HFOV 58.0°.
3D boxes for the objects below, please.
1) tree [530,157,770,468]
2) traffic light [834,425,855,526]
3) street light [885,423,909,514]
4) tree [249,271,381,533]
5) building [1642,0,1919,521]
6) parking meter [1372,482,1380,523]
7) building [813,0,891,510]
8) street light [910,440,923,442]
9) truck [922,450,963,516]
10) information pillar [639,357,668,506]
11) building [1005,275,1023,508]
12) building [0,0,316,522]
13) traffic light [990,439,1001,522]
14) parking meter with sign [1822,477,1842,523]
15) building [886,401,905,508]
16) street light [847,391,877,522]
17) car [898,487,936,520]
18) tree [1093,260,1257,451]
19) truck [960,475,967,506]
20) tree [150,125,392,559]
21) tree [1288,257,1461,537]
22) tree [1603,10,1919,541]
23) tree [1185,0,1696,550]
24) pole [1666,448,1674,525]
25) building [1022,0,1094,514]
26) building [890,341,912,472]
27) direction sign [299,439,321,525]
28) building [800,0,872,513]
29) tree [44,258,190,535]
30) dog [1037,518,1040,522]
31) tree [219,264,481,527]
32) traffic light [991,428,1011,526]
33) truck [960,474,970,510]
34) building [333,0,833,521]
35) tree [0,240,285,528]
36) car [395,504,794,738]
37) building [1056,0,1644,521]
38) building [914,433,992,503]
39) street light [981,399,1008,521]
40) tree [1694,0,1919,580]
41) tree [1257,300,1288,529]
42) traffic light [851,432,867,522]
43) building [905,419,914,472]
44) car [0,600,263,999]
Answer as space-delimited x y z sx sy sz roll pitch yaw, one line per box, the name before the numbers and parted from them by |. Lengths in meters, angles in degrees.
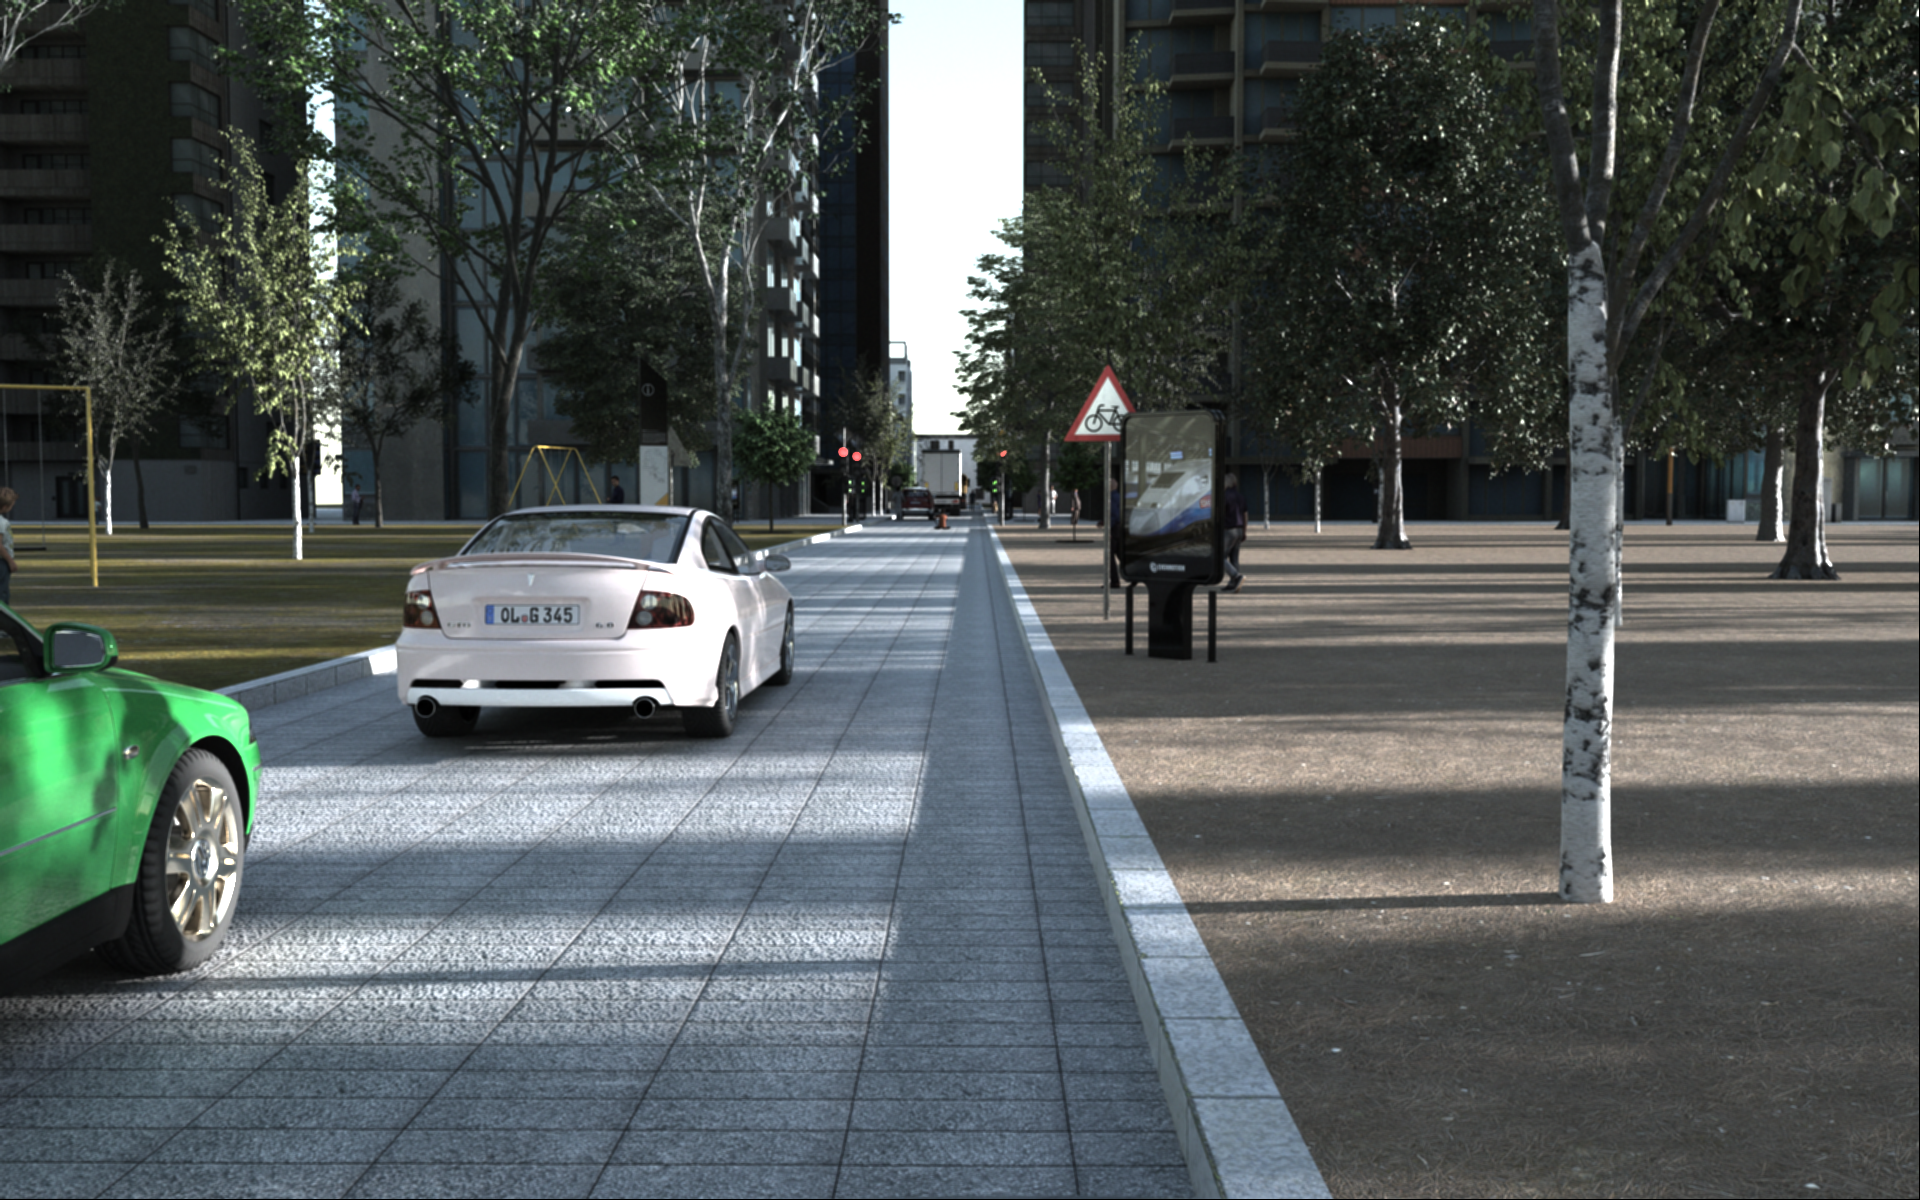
tree | -11.767 -9.666 64.702 9.857 13.997 8.962 0 3 0
traffic light | -4.707 -4.988 70.480 0.839 4.253 0.868 0 4 1
street light | -4.174 -8.599 113.137 1.470 5.913 1.316 0 4 1
tree | -21.489 -6.542 57.328 4.360 8.622 3.978 0 3 0
building | 50.277 -28.805 90.567 30.456 49.044 23.786 0 4 1
parking meter | 18.624 -4.385 77.407 0.399 1.863 0.255 2 4 32
building | -13.002 -30.027 141.058 14.600 45.320 14.200 0 4 1
street light | -3.865 -10.710 147.649 1.470 5.913 1.316 0 4 1
truck | -1.199 -7.706 114.902 2.839 4.237 11.283 0 4 0
information pillar | -5.263 -2.344 29.685 0.504 3.616 0.183 -2 4 -25
building | 19.138 -20.433 178.058 27.936 21.610 32.646 0 4 1
building | -41.971 -19.260 86.607 14.107 30.474 14.160 0 4 1
traffic light | 1.770 -5.474 78.420 0.839 4.253 0.868 0 4 1
parking meter with sign | 38.644 -4.970 77.520 1.738 3.016 0.543 -1 4 -16
building | -10.710 -13.827 168.226 9.099 9.664 28.070 0 4 1
street light | -4.428 -6.472 78.353 1.470 5.913 1.316 0 4 1
car | -2.449 -5.318 95.618 2.281 1.827 5.304 0 4 -1
tree | 6.289 -6.251 52.560 4.360 8.622 3.978 0 3 0
truck | -1.235 -8.634 137.089 3.469 3.379 9.791 0 4 1
tree | -13.308 -5.107 33.862 4.737 8.622 4.395 0 3 0
tree | 12.628 -6.149 50.905 4.360 8.622 3.978 0 3 0
tree | 22.319 -8.598 47.227 9.857 13.997 8.962 0 3 0
tree | 10.100 -7.538 40.260 9.611 12.733 9.660 0 3 0
pole | 29.009 -4.704 70.746 0.158 3.312 0.155 0 3 0
building | 11.264 -26.578 118.140 14.154 41.232 14.086 0 4 1
building | -11.879 -22.254 220.279 11.380 20.091 16.016 0 4 1
direction sign | -26.773 -4.858 71.425 0.876 3.537 0.379 0 4 3
building | -22.718 -26.299 121.863 32.217 40.220 23.993 0 4 1
tree | -26.985 -6.398 54.968 4.360 8.622 3.978 0 3 0
dog | 3.780 -3.757 79.168 0.550 0.427 0.748 1 4 13
tree | -22.413 -8.107 66.960 8.767 10.594 7.601 0 4 3
traffic light | 1.694 -4.986 70.435 0.839 4.253 0.868 0 4 1
truck | -0.728 -10.215 162.946 3.469 3.379 9.791 0 4 -1
building | -19.553 -29.023 94.133 23.786 49.044 30.456 0 4 1
tree | -30.821 -7.952 64.430 7.601 10.594 8.767 0 4 2
car | -2.232 0.048 11.585 2.083 1.381 4.827 0 4 1
building | 19.664 -26.627 89.971 28.867 44.769 22.147 0 4 1
building | -6.216 -18.424 243.379 28.070 9.664 9.099 0 4 1
street light | 1.655 -6.817 84.006 1.470 5.913 1.316 0 4 1
tree | 12.829 -6.654 25.793 9.611 12.733 9.660 0 3 0
tree | 11.695 -6.563 57.662 4.360 8.622 3.978 0 3 0
traffic light | -4.632 -5.477 78.464 0.839 4.253 0.868 0 4 1
building | -10.565 -15.541 196.243 9.099 9.664 28.070 0 4 1
car | -3.146 0.304 3.821 1.959 1.807 4.718 0 3 0
